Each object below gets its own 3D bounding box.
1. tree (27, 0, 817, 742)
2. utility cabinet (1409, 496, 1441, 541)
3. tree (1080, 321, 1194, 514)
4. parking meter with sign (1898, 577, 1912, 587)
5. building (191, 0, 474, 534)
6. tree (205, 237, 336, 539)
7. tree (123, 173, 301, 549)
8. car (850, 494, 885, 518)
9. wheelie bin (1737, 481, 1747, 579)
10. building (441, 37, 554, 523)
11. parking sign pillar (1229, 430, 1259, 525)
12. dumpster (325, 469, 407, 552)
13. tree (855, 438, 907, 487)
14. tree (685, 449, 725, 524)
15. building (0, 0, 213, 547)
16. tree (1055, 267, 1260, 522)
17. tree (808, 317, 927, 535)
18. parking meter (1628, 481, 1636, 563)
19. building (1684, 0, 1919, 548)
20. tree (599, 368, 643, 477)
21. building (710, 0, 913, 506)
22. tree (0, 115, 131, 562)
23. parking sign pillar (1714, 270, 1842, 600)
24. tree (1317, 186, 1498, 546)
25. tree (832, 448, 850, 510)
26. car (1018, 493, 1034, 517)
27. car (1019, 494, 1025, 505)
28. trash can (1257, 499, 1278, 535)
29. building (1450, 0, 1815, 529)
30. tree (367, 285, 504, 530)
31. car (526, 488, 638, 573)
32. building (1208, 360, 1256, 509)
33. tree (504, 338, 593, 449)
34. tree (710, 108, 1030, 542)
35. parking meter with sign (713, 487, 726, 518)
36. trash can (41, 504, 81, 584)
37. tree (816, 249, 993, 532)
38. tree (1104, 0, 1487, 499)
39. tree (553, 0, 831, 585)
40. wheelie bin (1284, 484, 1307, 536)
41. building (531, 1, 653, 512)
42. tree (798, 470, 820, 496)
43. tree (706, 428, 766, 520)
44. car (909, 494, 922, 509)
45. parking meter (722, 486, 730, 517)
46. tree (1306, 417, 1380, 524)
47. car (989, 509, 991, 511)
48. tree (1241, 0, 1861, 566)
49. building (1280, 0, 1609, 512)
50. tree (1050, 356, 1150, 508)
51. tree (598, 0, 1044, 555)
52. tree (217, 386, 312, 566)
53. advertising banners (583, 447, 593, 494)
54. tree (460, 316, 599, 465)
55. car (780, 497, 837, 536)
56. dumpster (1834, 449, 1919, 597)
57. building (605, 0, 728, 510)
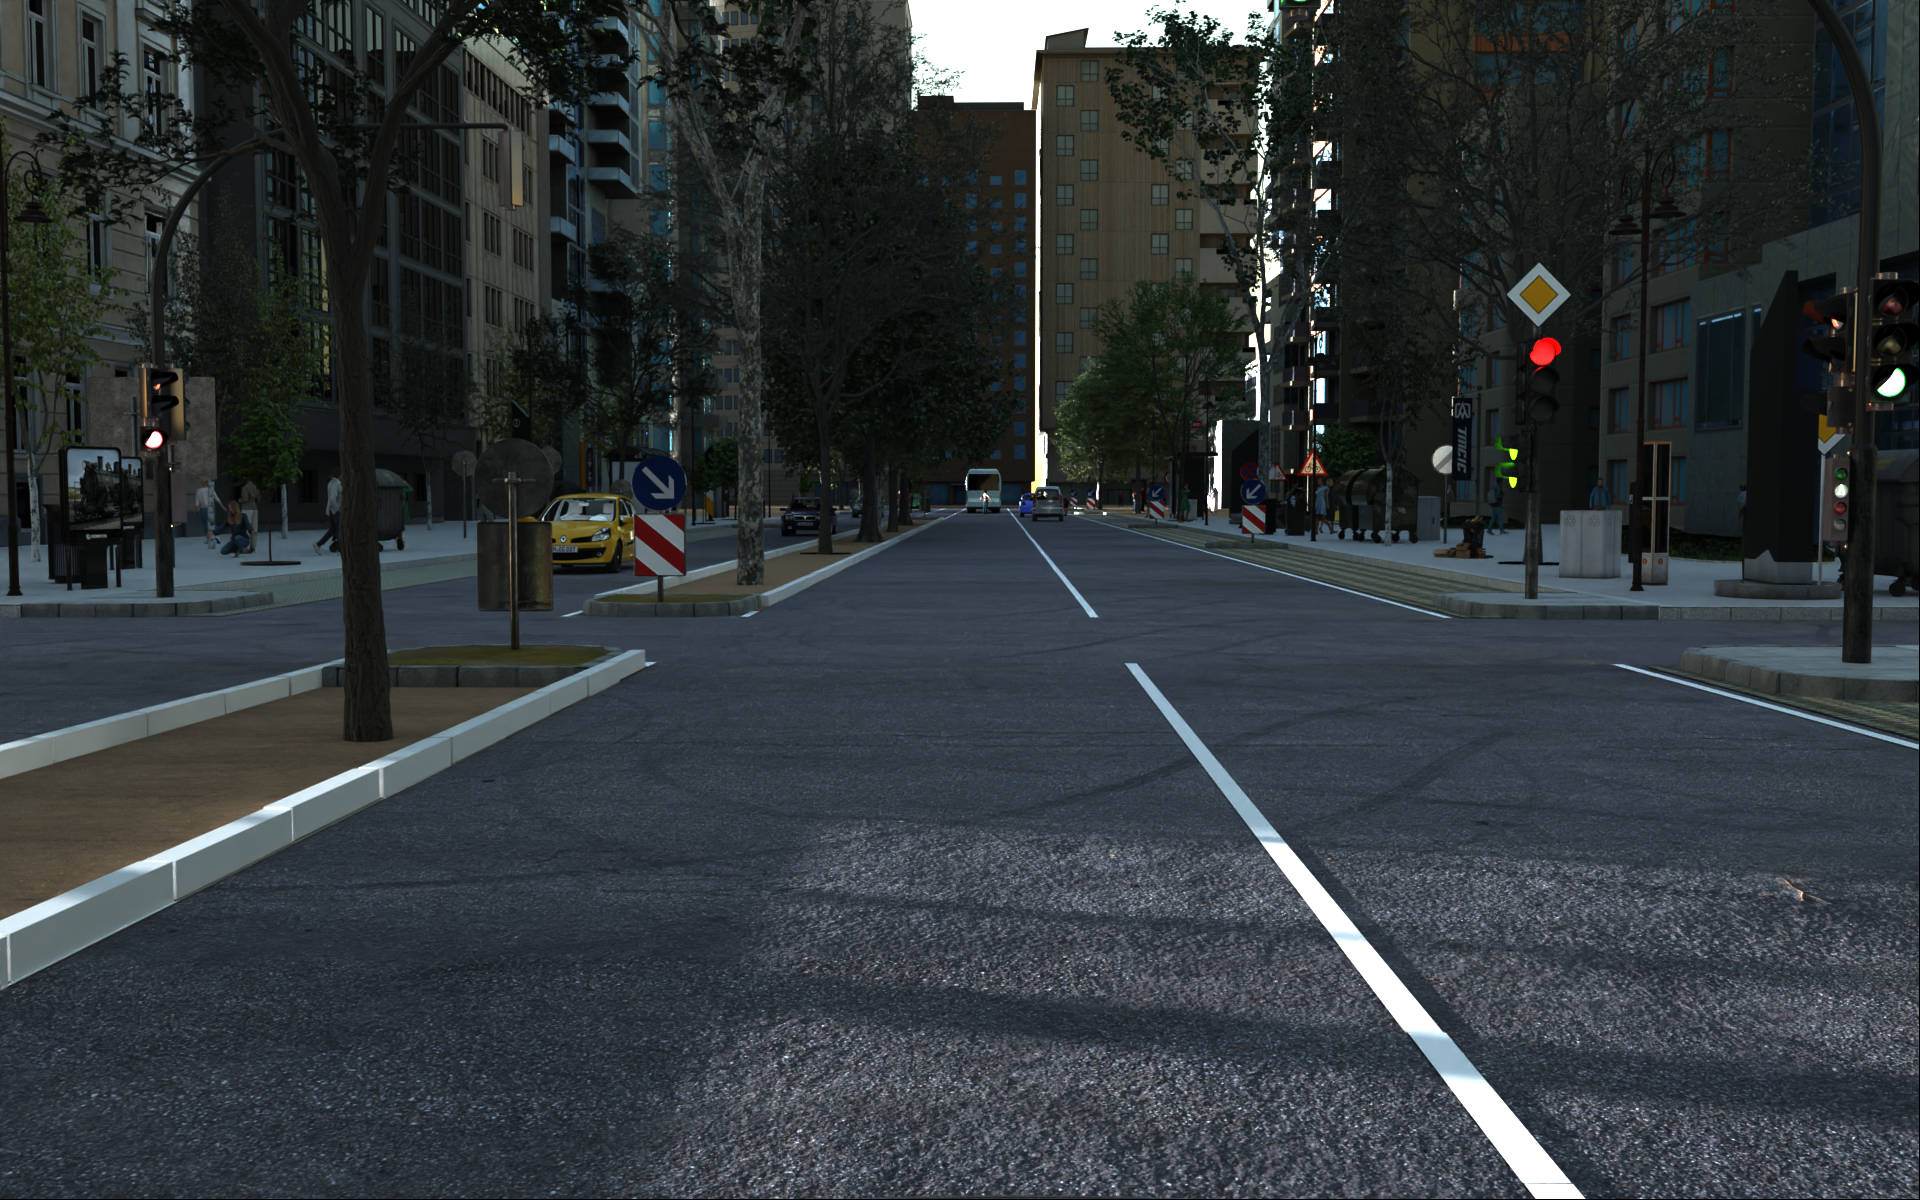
[{"bbox_3d":[-3.408,-4.478,10.092,8.767,10.594,7.601,0,4,1],"label":"tree"},{"bbox_3d":[12.808,-2.235,47.707,1.020,1.237,0.306,-3,4,-37],"label":"utility cabinet"},{"bbox_3d":[11.340,-11.977,113.956,7.486,12.596,7.792,0,3,0],"label":"tree"},{"bbox_3d":[13.969,-1.698,24.026,1.738,3.016,0.543,0,4,-8],"label":"parking meter with sign"},{"bbox_3d":[-28.648,-16.572,64.459,14.314,27.812,24.014,0,4,1],"label":"building"},{"bbox_3d":[-19.395,-6.030,48.959,4.737,8.622,4.395,0,3,0],"label":"tree"},{"bbox_3d":[-17.464,-5.496,40.218,4.360,8.622,3.978,0,3,0],"label":"tree"},{"bbox_3d":[-5.606,-5.749,105.792,2.131,1.459,4.920,0,4,0],"label":"car"},{"bbox_3d":[11.825,-1.078,25.527,0.693,1.594,0.980,2,4,25],"label":"wheelie bin"},{"bbox_3d":[-28.913,-16.420,86.493,12.078,24.808,19.932,0,4,1],"label":"building"},{"bbox_3d":[12.151,-5.198,73.461,1.447,3.967,1.447,-3,5,-43],"label":"parking sign pillar"},{"bbox_3d":[-13.273,-2.017,38.732,1.264,1.857,1.865,0,4,1],"label":"dumpster"},{"bbox_3d":[-2.748,-7.253,71.405,4.360,8.622,3.978,0,3,0],"label":"tree"},{"bbox_3d":[-10.934,-4.839,73.715,1.663,3.219,1.824,0,3,0],"label":"tree"},{"bbox_3d":[-29.299,-15.689,42.415,13.634,28.700,20.117,0,4,1],"label":"building"},{"bbox_3d":[10.212,-9.493,80.971,9.928,11.665,9.643,0,3,0],"label":"tree"},{"bbox_3d":[-2.732,-6.490,58.926,4.737,8.622,4.395,0,3,0],"label":"tree"},{"bbox_3d":[12.666,-1.459,32.273,0.372,1.533,0.369,0,3,0],"label":"parking meter"},{"bbox_3d":[36.156,-44.505,40.331,31.000,86.520,22.319,0,4,1],"label":"building"},{"bbox_3d":[-18.963,-8.786,94.010,4.737,8.622,4.395,0,3,0],"label":"tree"},{"bbox_3d":[-19.732,-40.340,201.563,28.212,58.520,21.231,0,4,1],"label":"building"},{"bbox_3d":[-17.520,-5.017,32.386,4.737,8.622,4.395,0,3,0],"label":"tree"},{"bbox_3d":[10.233,-2.025,21.581,1.447,3.967,1.447,0,4,8],"label":"parking sign pillar"},{"bbox_3d":[10.749,-5.619,42.233,4.360,8.622,3.978,0,3,0],"label":"tree"},{"bbox_3d":[-9.470,-13.049,139.103,9.928,11.665,9.643,0,3,0],"label":"tree"},{"bbox_3d":[4.588,-6.004,107.757,1.945,1.707,3.694,0,4,1],"label":"car"},{"bbox_3d":[6.543,-9.325,164.470,2.014,1.417,4.499,0,4,3],"label":"car"},{"bbox_3d":[9.729,-2.650,54.983,0.748,1.137,0.748,0,3,0],"label":"trash can"},{"bbox_3d":[36.930,-13.599,67.387,27.650,21.520,28.899,0,4,1],"label":"building"},{"bbox_3d":[-18.714,-6.746,60.664,4.360,8.622,3.978,0,3,0],"label":"tree"},{"bbox_3d":[-7.001,-1.366,32.563,2.015,1.641,3.980,0,4,1],"label":"car"},{"bbox_3d":[33.814,-50.796,143.179,22.319,86.520,31.000,0,4,1],"label":"building"},{"bbox_3d":[-19.130,-7.921,79.865,4.360,8.622,3.978,0,3,0],"label":"tree"},{"bbox_3d":[-2.698,-8.063,51.299,9.611,12.733,9.660,0,3,0],"label":"tree"},{"bbox_3d":[-13.091,-5.920,93.060,0.543,3.016,1.738,1,4,15],"label":"parking meter with sign"},{"bbox_3d":[-12.826,-0.816,24.998,0.748,1.137,0.748,0,3,0],"label":"trash can"},{"bbox_3d":[-2.612,-8.833,65.005,7.486,12.596,7.792,0,3,0],"label":"tree"},{"bbox_3d":[11.703,-12.404,58.688,12.611,20.169,13.585,0,3,0],"label":"tree"},{"bbox_3d":[-4.481,-10.343,27.458,12.611,20.169,13.585,0,3,0],"label":"tree"},{"bbox_3d":[10.377,-2.790,53.520,0.693,1.594,0.980,0,4,3],"label":"wheelie bin"},{"bbox_3d":[-32.340,-48.847,111.321,22.319,86.520,31.000,0,4,1],"label":"building"},{"bbox_3d":[-11.047,-7.829,122.607,1.663,3.219,1.824,0,3,0],"label":"tree"},{"bbox_3d":[-11.215,-6.254,85.966,4.285,4.588,4.351,0,3,0],"label":"tree"},{"bbox_3d":[-3.889,-8.319,144.818,1.959,1.807,4.718,0,4,1],"label":"car"},{"bbox_3d":[-13.113,-5.577,96.900,0.399,1.863,0.255,-2,4,-32],"label":"parking meter"},{"bbox_3d":[16.210,-5.498,73.610,4.285,4.588,4.351,0,3,0],"label":"tree"},{"bbox_3d":[1.793,-8.509,148.163,2.155,1.783,4.494,0,4,1],"label":"car"},{"bbox_3d":[10.441,-7.393,31.241,12.009,13.543,11.850,0,3,0],"label":"tree"},{"bbox_3d":[33.370,-28.132,114.578,22.147,44.769,28.867,0,4,1],"label":"building"},{"bbox_3d":[13.129,-15.581,161.408,9.857,13.997,8.962,0,3,0],"label":"tree"},{"bbox_3d":[-3.154,-7.802,40.392,12.009,13.543,11.850,0,3,0],"label":"tree"},{"bbox_3d":[-12.648,-2.245,31.315,1.663,3.219,1.824,0,3,0],"label":"tree"},{"bbox_3d":[-14.272,-4.240,65.517,0.090,3.025,2.074,-2,4,-33],"label":"advertising banners"},{"bbox_3d":[-18.157,-7.378,70.992,4.737,8.622,4.395,0,3,0],"label":"tree"},{"bbox_3d":[-5.231,-2.914,60.216,1.945,1.354,3.894,0,4,0],"label":"car"},{"bbox_3d":[12.214,-1.008,22.234,1.264,1.857,1.865,0,4,1],"label":"dumpster"},{"bbox_3d":[-36.146,-32.431,149.850,30.456,49.044,23.786,0,4,1],"label":"building"}]
